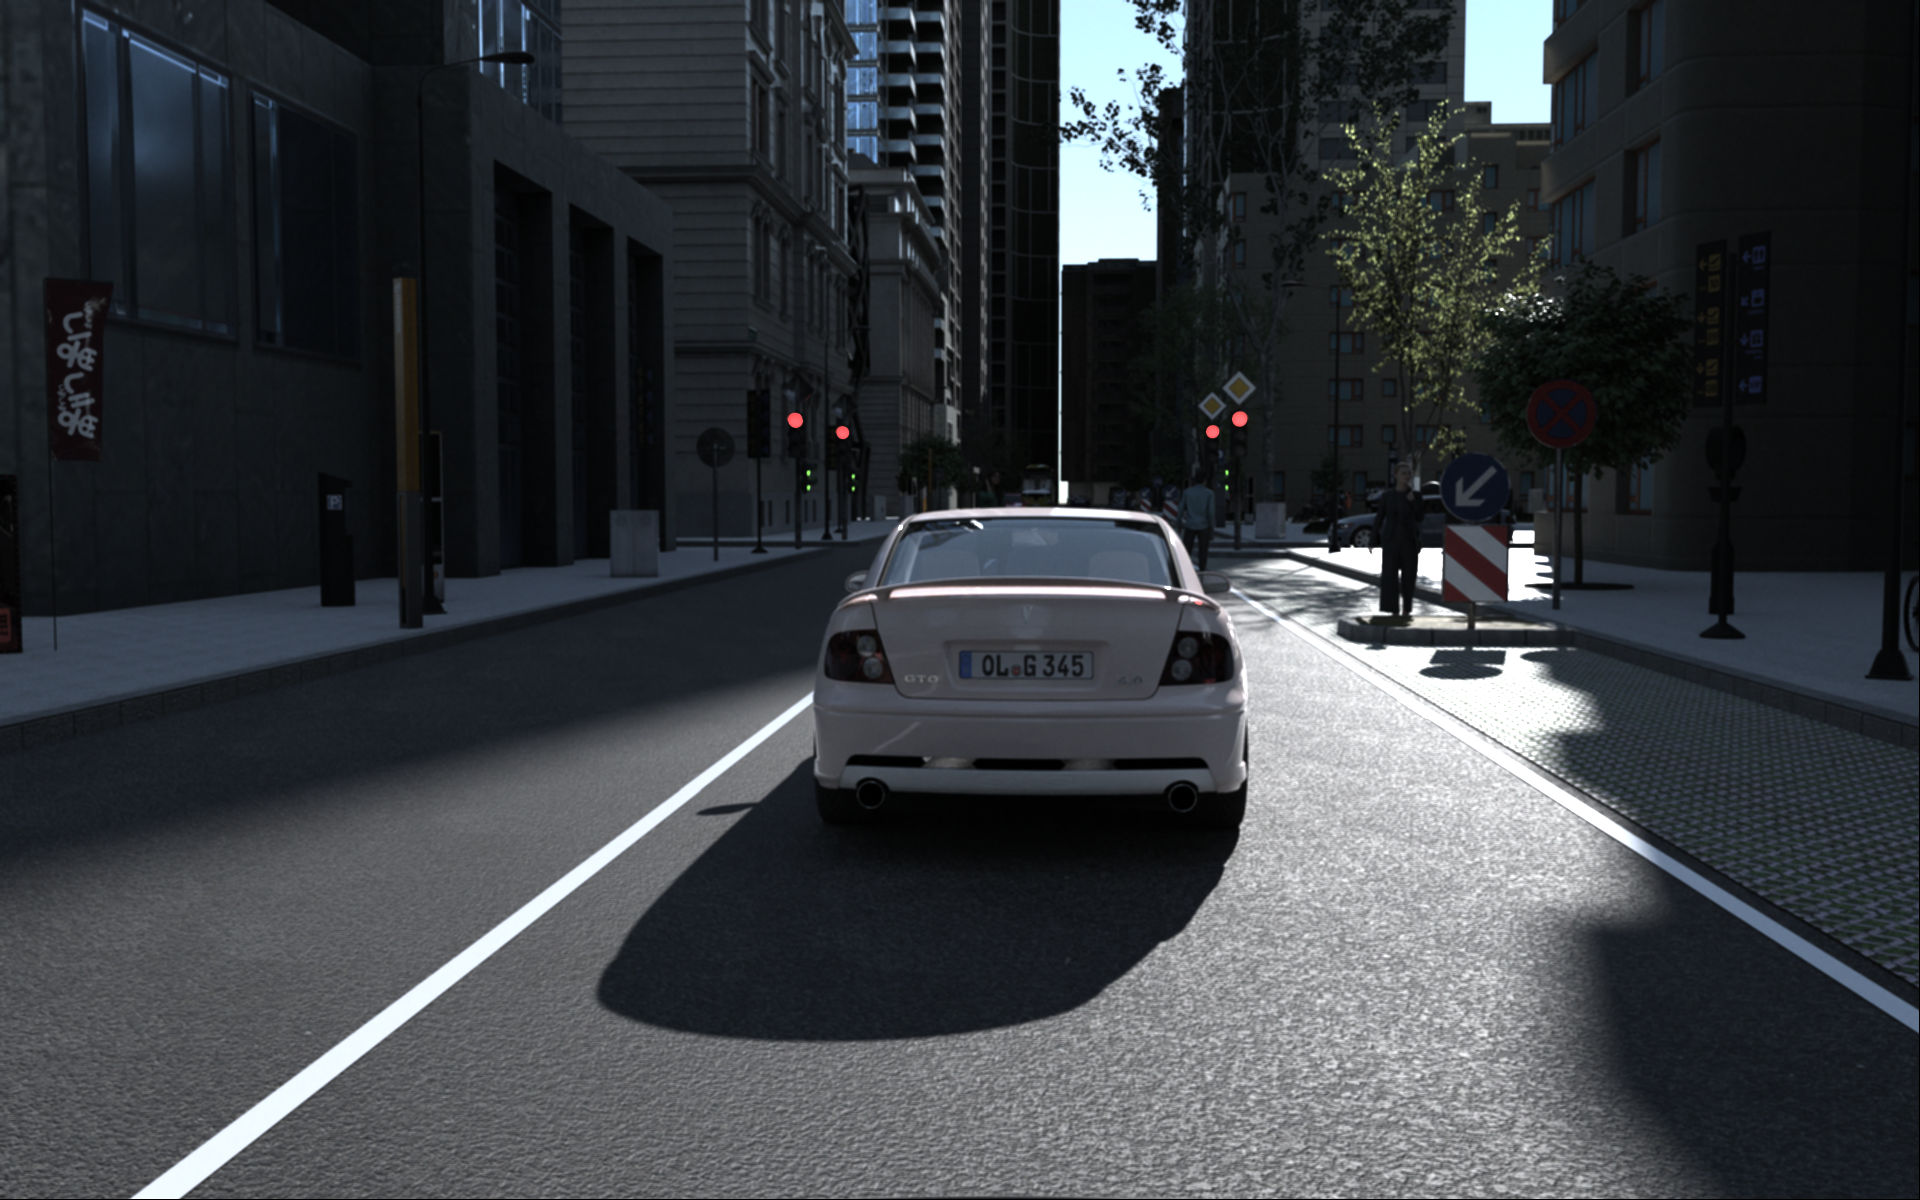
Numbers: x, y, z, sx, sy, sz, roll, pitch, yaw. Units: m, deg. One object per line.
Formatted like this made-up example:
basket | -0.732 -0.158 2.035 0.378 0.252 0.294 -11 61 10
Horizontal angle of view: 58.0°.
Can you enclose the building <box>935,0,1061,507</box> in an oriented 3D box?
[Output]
building | 2.162 -47.661 217.511 20.611 71.187 20.563 0 4 4

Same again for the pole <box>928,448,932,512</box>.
pole | -1.336 -5.074 76.802 0.158 3.312 0.155 0 3 0

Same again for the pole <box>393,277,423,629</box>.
pole | -5.252 -1.384 16.476 0.158 3.312 0.155 0 3 0

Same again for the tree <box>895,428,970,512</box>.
tree | -1.521 -6.272 86.267 4.285 4.588 4.351 0 3 0

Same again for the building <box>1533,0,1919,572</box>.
building | 25.230 -10.797 21.565 27.650 21.520 28.899 0 4 4

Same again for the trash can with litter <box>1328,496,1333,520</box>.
trash can with litter | 13.448 -3.133 62.280 1.678 1.210 2.233 0 4 6

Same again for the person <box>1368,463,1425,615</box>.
person | 4.793 -0.614 18.964 0.576 1.772 0.534 0 4 -6

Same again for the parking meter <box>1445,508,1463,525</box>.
parking meter | 11.499 -2.111 40.221 0.399 1.863 0.255 2 4 34

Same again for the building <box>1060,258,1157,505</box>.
building | 19.447 -27.122 215.139 14.107 30.474 14.160 0 4 4

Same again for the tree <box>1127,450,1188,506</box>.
tree | 15.395 -8.821 127.934 4.285 4.588 4.351 0 3 0

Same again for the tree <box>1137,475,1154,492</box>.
tree | 16.862 -9.993 157.982 1.663 3.219 1.824 0 3 0

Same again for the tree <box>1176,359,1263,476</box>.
tree | 13.368 -8.571 90.501 4.737 8.622 4.395 0 3 0

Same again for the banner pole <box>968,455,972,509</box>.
banner pole | 0.633 -7.381 110.699 0.401 3.779 0.863 -1 4 -15

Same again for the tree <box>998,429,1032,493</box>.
tree | 6.179 -14.797 192.294 4.737 8.622 4.395 0 3 0

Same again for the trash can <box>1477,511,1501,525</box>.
trash can | 11.253 -1.554 37.061 0.748 1.137 0.748 0 3 0

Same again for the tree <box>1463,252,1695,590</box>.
tree | 8.588 -2.449 23.753 4.285 4.588 4.351 0 3 0

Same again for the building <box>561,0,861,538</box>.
building | -11.558 -16.774 61.649 14.401 28.519 23.554 0 4 4

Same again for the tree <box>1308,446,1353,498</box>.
tree | 14.895 -4.628 70.267 1.663 3.219 1.824 0 3 0

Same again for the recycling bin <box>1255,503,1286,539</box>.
recycling bin | 8.887 -2.264 49.564 0.722 1.027 0.722 2 4 25

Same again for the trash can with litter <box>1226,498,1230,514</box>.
trash can with litter | 13.590 -4.711 88.408 1.055 1.170 0.624 -3 5 -42

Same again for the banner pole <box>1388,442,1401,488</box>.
banner pole | 20.875 -5.693 83.095 0.401 3.779 0.863 -3 5 -40

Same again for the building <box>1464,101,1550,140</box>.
building | 50.443 -29.703 177.530 23.993 40.220 32.217 0 4 4

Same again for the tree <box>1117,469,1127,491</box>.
tree | 19.200 -12.773 192.556 4.285 4.588 4.351 0 3 0

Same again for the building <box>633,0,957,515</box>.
building | -11.027 -50.465 137.778 22.319 86.520 31.000 0 4 4

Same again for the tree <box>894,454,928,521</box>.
tree | -2.508 -5.386 82.662 1.663 3.219 1.824 0 3 0

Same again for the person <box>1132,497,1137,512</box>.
person | 11.548 -6.216 114.822 0.352 1.250 0.332 1 4 15

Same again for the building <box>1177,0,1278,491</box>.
building | 27.680 -42.807 138.154 20.563 71.187 20.611 0 4 4

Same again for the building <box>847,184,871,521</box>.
building | -12.877 -13.150 82.462 16.820 18.784 16.811 0 4 4

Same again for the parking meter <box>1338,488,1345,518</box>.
parking meter | 15.968 -3.933 72.722 0.372 1.533 0.369 0 3 0

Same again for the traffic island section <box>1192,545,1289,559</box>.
traffic island section | 6.376 -1.064 39.676 2.009 0.180 2.903 0 4 4

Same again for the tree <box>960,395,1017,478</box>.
tree | 2.199 -10.943 129.285 4.360 8.622 3.978 0 3 0

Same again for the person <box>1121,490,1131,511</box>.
person | 12.586 -7.459 131.251 0.742 1.727 0.445 -1 4 -15

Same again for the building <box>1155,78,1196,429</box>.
building | 28.472 -32.857 187.319 14.600 45.320 14.200 0 4 4

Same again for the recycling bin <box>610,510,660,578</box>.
recycling bin | -5.058 -0.881 26.958 0.722 1.027 0.722 0 4 -7

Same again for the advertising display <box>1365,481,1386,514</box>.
advertising display | 20.755 -4.974 86.539 0.974 1.923 0.123 1 4 20

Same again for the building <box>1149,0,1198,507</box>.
building | 29.930 -52.029 163.350 22.319 86.520 31.000 0 4 4

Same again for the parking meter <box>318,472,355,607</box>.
parking meter | -7.137 -0.699 19.833 0.372 1.533 0.369 0 3 0

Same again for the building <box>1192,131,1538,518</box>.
building | 29.273 -16.024 107.030 27.650 21.520 28.899 0 4 4

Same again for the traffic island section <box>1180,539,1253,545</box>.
traffic island section | 6.925 -1.551 47.642 2.009 0.180 2.903 0 4 4

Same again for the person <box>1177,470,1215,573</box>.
person | 3.824 -1.203 28.192 0.660 1.820 0.620 1 4 21

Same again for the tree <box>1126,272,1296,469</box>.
tree | 11.381 -9.437 80.053 9.928 11.665 9.643 0 3 0

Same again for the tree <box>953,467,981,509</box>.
tree | 0.134 -7.565 118.290 1.663 3.219 1.824 0 3 0

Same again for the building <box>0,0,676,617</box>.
building | -22.676 -43.669 26.661 31.000 86.520 22.319 0 4 4

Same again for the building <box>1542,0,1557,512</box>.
building | 35.552 -26.798 57.751 30.456 49.044 23.786 0 4 4

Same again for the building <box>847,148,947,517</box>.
building | -8.384 -16.287 108.098 13.314 21.916 24.055 0 4 4

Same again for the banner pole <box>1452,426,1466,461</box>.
banner pole | 18.316 -4.500 63.590 0.863 3.779 0.401 -2 4 -33

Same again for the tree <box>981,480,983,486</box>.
tree | 0.937 -7.967 124.864 1.663 3.219 1.824 0 3 0

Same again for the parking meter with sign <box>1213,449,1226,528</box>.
parking meter with sign | 10.001 -4.317 66.838 0.543 3.016 1.738 0 4 3

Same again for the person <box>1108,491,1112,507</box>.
person | 15.582 -10.475 180.450 0.721 1.739 1.217 0 4 -6

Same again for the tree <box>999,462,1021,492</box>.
tree | 5.009 -11.948 179.070 4.285 4.588 4.351 0 3 0

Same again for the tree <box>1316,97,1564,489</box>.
tree | 8.703 -5.024 32.503 4.360 8.622 3.978 0 3 0

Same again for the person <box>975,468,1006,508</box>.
person | 0.445 -0.935 24.037 0.529 1.795 0.600 3 5 43

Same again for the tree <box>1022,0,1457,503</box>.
tree | 8.904 -12.264 56.404 12.611 20.169 13.585 0 3 0

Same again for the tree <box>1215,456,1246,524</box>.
tree | 11.747 -4.837 73.680 1.663 3.219 1.824 0 3 0
